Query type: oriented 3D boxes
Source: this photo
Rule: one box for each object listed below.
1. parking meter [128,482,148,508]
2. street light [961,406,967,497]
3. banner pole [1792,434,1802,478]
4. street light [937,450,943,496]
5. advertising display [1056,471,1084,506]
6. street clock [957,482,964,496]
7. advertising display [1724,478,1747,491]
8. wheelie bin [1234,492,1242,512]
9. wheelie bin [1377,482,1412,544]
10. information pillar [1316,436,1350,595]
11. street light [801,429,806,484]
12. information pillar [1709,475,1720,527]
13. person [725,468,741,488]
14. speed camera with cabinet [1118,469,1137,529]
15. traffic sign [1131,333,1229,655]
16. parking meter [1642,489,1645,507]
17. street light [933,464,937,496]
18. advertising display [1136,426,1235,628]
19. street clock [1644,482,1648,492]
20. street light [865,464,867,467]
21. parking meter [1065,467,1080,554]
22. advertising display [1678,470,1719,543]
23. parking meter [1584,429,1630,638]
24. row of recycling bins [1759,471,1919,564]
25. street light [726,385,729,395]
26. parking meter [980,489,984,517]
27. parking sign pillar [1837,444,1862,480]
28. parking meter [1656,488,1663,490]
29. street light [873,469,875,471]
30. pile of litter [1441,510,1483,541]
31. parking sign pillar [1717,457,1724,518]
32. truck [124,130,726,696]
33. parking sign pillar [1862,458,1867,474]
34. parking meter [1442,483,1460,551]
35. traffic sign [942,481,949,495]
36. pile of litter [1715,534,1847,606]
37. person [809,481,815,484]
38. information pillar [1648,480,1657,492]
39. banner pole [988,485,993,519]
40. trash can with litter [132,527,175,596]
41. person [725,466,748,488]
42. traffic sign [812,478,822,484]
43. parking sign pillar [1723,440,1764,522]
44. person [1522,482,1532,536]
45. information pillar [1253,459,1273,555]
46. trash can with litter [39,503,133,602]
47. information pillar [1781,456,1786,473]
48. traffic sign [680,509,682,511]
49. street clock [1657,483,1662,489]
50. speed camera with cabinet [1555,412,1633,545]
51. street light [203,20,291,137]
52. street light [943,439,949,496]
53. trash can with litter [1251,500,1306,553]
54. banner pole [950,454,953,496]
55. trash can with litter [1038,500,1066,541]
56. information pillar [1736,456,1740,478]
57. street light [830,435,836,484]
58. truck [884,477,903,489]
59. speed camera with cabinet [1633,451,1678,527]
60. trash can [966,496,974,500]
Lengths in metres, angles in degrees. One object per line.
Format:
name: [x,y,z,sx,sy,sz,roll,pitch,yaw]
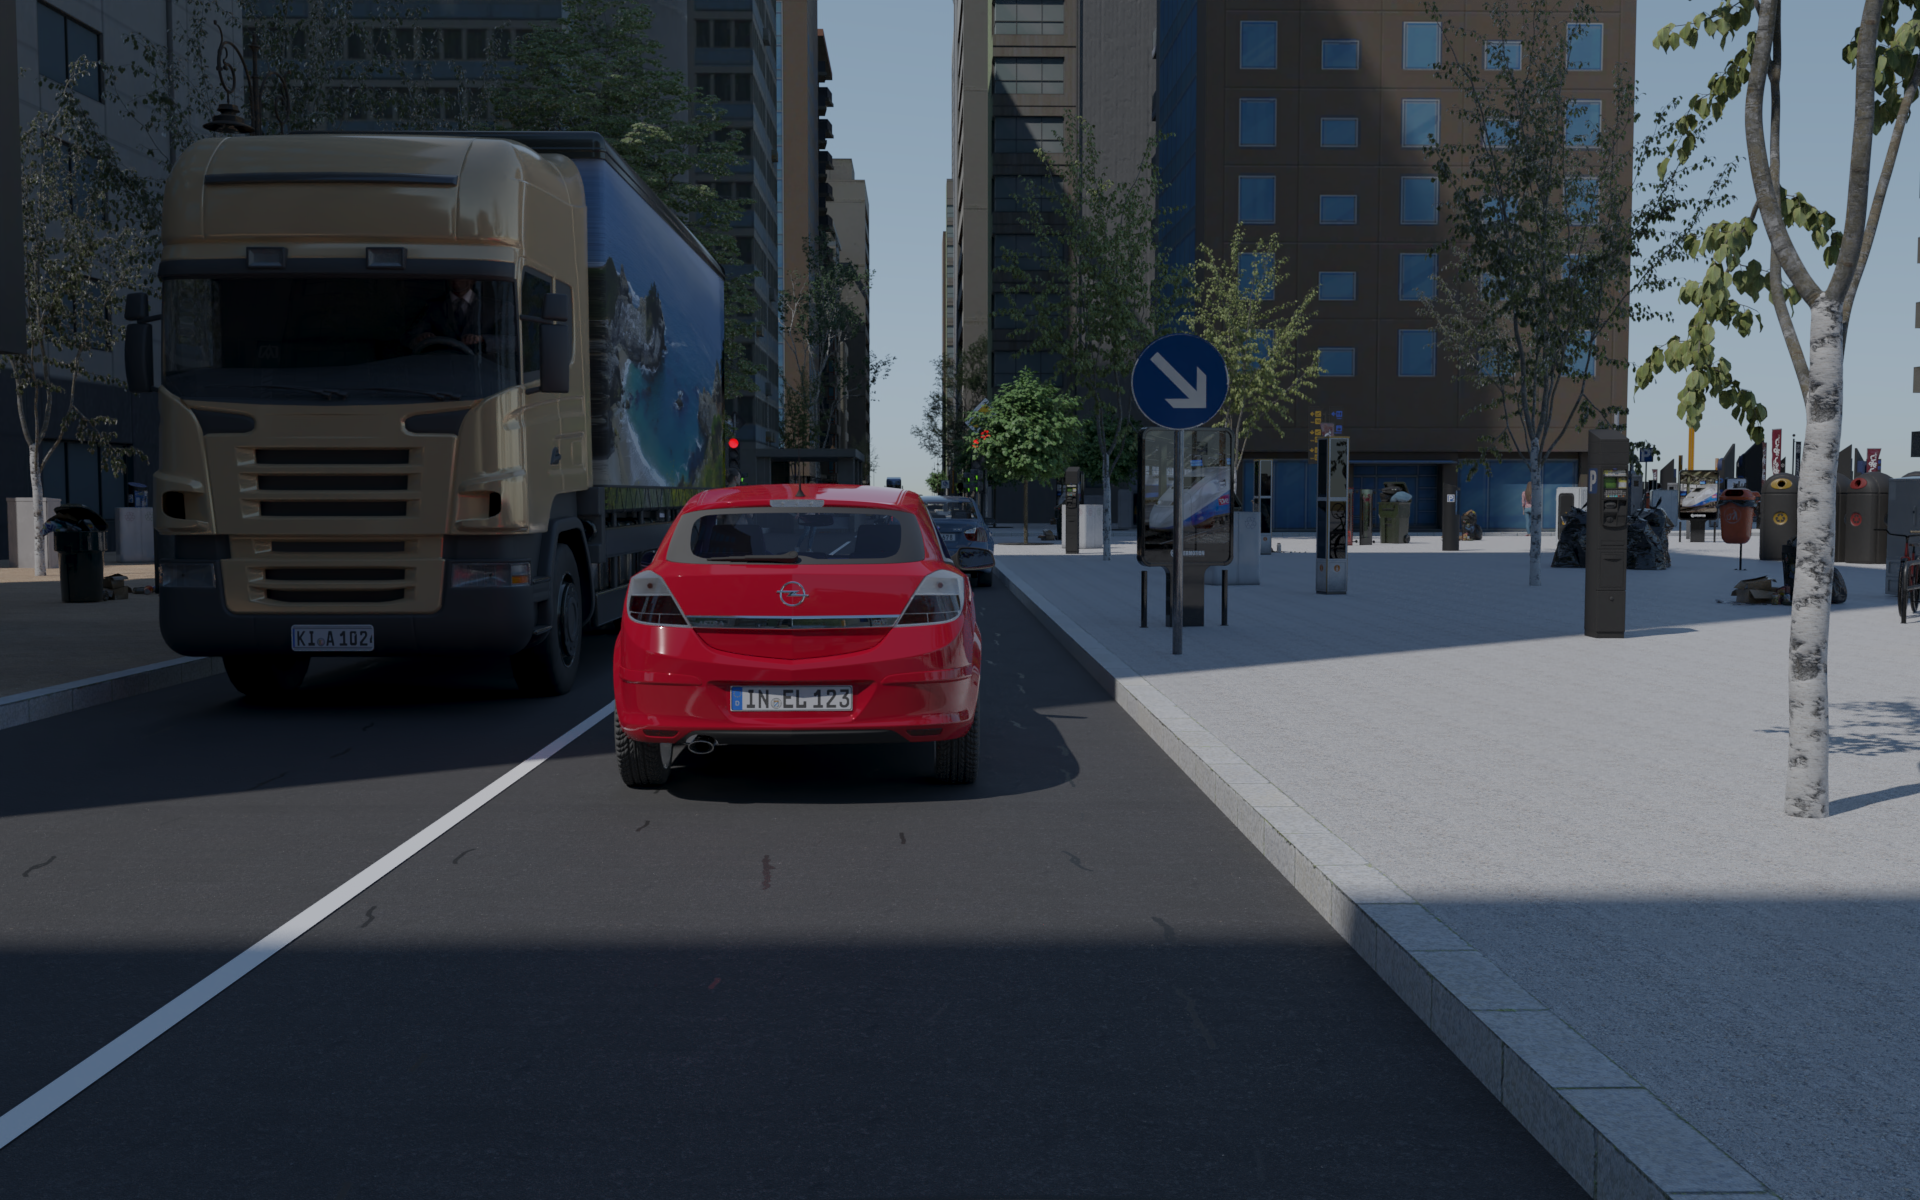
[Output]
parking meter: [-17.207,-1.705,36.280,0.372,1.533,0.369,0,3,0]
street light: [0.245,-7.225,90.909,0.468,5.910,1.993,0,4,-1]
banner pole: [34.827,-5.026,72.195,0.863,3.779,0.401,-3,4,-37]
street light: [-1.719,-11.911,167.535,0.468,5.910,1.993,0,4,-1]
advertising display: [3.098,-2.665,48.793,0.123,1.923,0.974,-3,5,-43]
street clock: [0.040,-6.237,106.552,0.471,2.002,0.358,0,4,6]
advertising display: [30.727,-3.879,68.635,0.974,1.923,0.123,-1,4,-16]
wheelie bin: [4.127,-1.232,28.045,0.693,1.594,0.980,-1,4,-21]
wheelie bin: [11.268,-2.260,44.866,0.693,1.594,0.980,-3,5,-43]
information pillar: [4.766,-1.081,22.173,0.304,2.012,0.304,-1,4,-17]
street light: [-9.082,-7.807,100.429,0.468,5.910,1.993,0,4,-1]
information pillar: [29.190,-3.825,67.034,0.304,2.012,0.304,1,4,11]
person: [-2.967,-0.881,23.252,0.599,1.781,0.374,0,4,4]
speed camera with cabinet: [6.511,-4.330,65.129,0.660,3.252,2.038,1,4,23]
traffic sign: [1.742,-0.837,13.799,0.768,2.556,0.104,0,4,5]
parking meter: [33.912,-4.762,86.271,0.372,1.533,0.369,0,3,0]
street light: [-2.677,-14.468,209.336,0.468,5.910,1.993,0,4,-1]
advertising display: [2.177,-0.704,16.718,0.974,1.923,0.123,-1,4,-17]
street clock: [39.687,-5.851,100.226,0.358,2.002,0.471,1,4,9]
street light: [-11.853,-15.030,218.534,0.468,5.910,1.993,0,4,-1]
parking meter: [2.410,-1.920,37.099,0.255,1.863,0.399,1,4,12]
advertising display: [19.580,-2.491,45.940,0.974,1.923,0.123,1,4,18]
parking meter: [5.776,-0.597,15.469,0.255,1.863,0.399,0,4,1]
row of recycling bins: [16.602,-1.545,32.372,1.069,1.692,3.534,-2,4,-29]
street light: [-8.010,-5.251,58.642,0.468,5.910,1.993,0,4,-1]
parking meter: [1.262,-5.048,90.946,0.372,1.533,0.369,0,3,0]
parking sign pillar: [47.794,-6.464,94.159,1.447,3.967,1.447,-3,5,-42]
parking meter: [29.327,-3.940,72.836,0.372,1.533,0.369,0,3,0]
street light: [-12.936,-17.583,260.267,0.468,5.910,1.993,0,4,-1]
pile of litter: [13.809,-2.074,47.876,1.719,0.858,1.176,-3,5,-40]
parking sign pillar: [40.631,-6.328,91.937,1.447,3.967,1.447,-3,5,-43]
truck: [-4.008,-1.638,15.701,2.839,4.237,11.283,0,4,-1]
parking sign pillar: [52.862,-6.915,101.539,1.447,3.967,1.447,-3,5,-42]
parking meter: [11.091,-1.878,39.108,0.372,1.533,0.369,0,3,0]
traffic sign: [-1.086,-7.764,129.070,0.606,2.300,0.079,0,4,8]
pile of litter: [9.682,-0.395,20.419,1.719,0.858,1.176,0,4,-8]
person: [-3.674,-1.942,40.924,0.598,1.740,0.731,2,4,28]
information pillar: [35.628,-5.177,89.138,0.304,2.012,0.304,-2,4,-26]
banner pole: [1.267,-4.966,71.207,0.401,3.779,0.863,-1,4,-16]
trash can with litter: [-9.947,-0.716,22.766,1.678,1.210,2.233,2,4,26]
person: [-3.734,-1.294,29.022,0.648,1.900,0.474,-3,5,-42]
traffic sign: [-8.827,-6.409,106.916,0.606,2.300,0.079,0,4,3]
parking sign pillar: [36.508,-5.599,80.021,1.447,3.967,1.447,-2,4,-28]
person: [17.804,-2.782,53.996,0.555,1.821,0.388,2,4,32]
information pillar: [6.400,-1.964,36.608,0.304,2.012,0.304,-1,4,-13]
trash can with litter: [-10.450,-0.574,20.769,0.624,1.170,1.055,0,4,4]
information pillar: [51.281,-7.143,108.135,0.183,3.616,0.504,-3,4,-39]
traffic sign: [-7.392,-2.805,45.961,0.768,2.556,0.104,0,4,2]
street clock: [44.631,-6.496,110.772,0.358,2.002,0.471,-3,5,-44]
speed camera with cabinet: [15.199,-2.899,41.730,0.660,3.252,2.038,-1,4,-15]
street light: [-7.083,-2.738,17.560,0.468,5.910,1.993,0,4,-1]
street light: [-0.896,-9.822,133.377,0.468,5.910,1.993,0,4,-1]
trash can with litter: [6.623,-1.682,38.565,1.678,1.210,2.233,-1,4,-10]
banner pole: [-0.520,-7.237,108.347,0.401,3.779,0.863,0,4,6]
trash can with litter: [2.716,-2.231,47.860,1.055,1.170,0.624,-2,4,-25]
information pillar: [47.468,-6.993,105.697,0.183,3.616,0.504,0,4,2]
street light: [-9.950,-9.991,136.136,0.468,5.910,1.993,0,4,-1]
truck: [-10.678,-17.804,280.851,2.967,4.110,18.799,0,4,-2]
speed camera with cabinet: [27.328,-4.542,68.596,2.038,3.252,0.660,1,4,15]
trash can: [0.762,-6.472,117.468,0.748,1.137,0.748,0,3,0]
